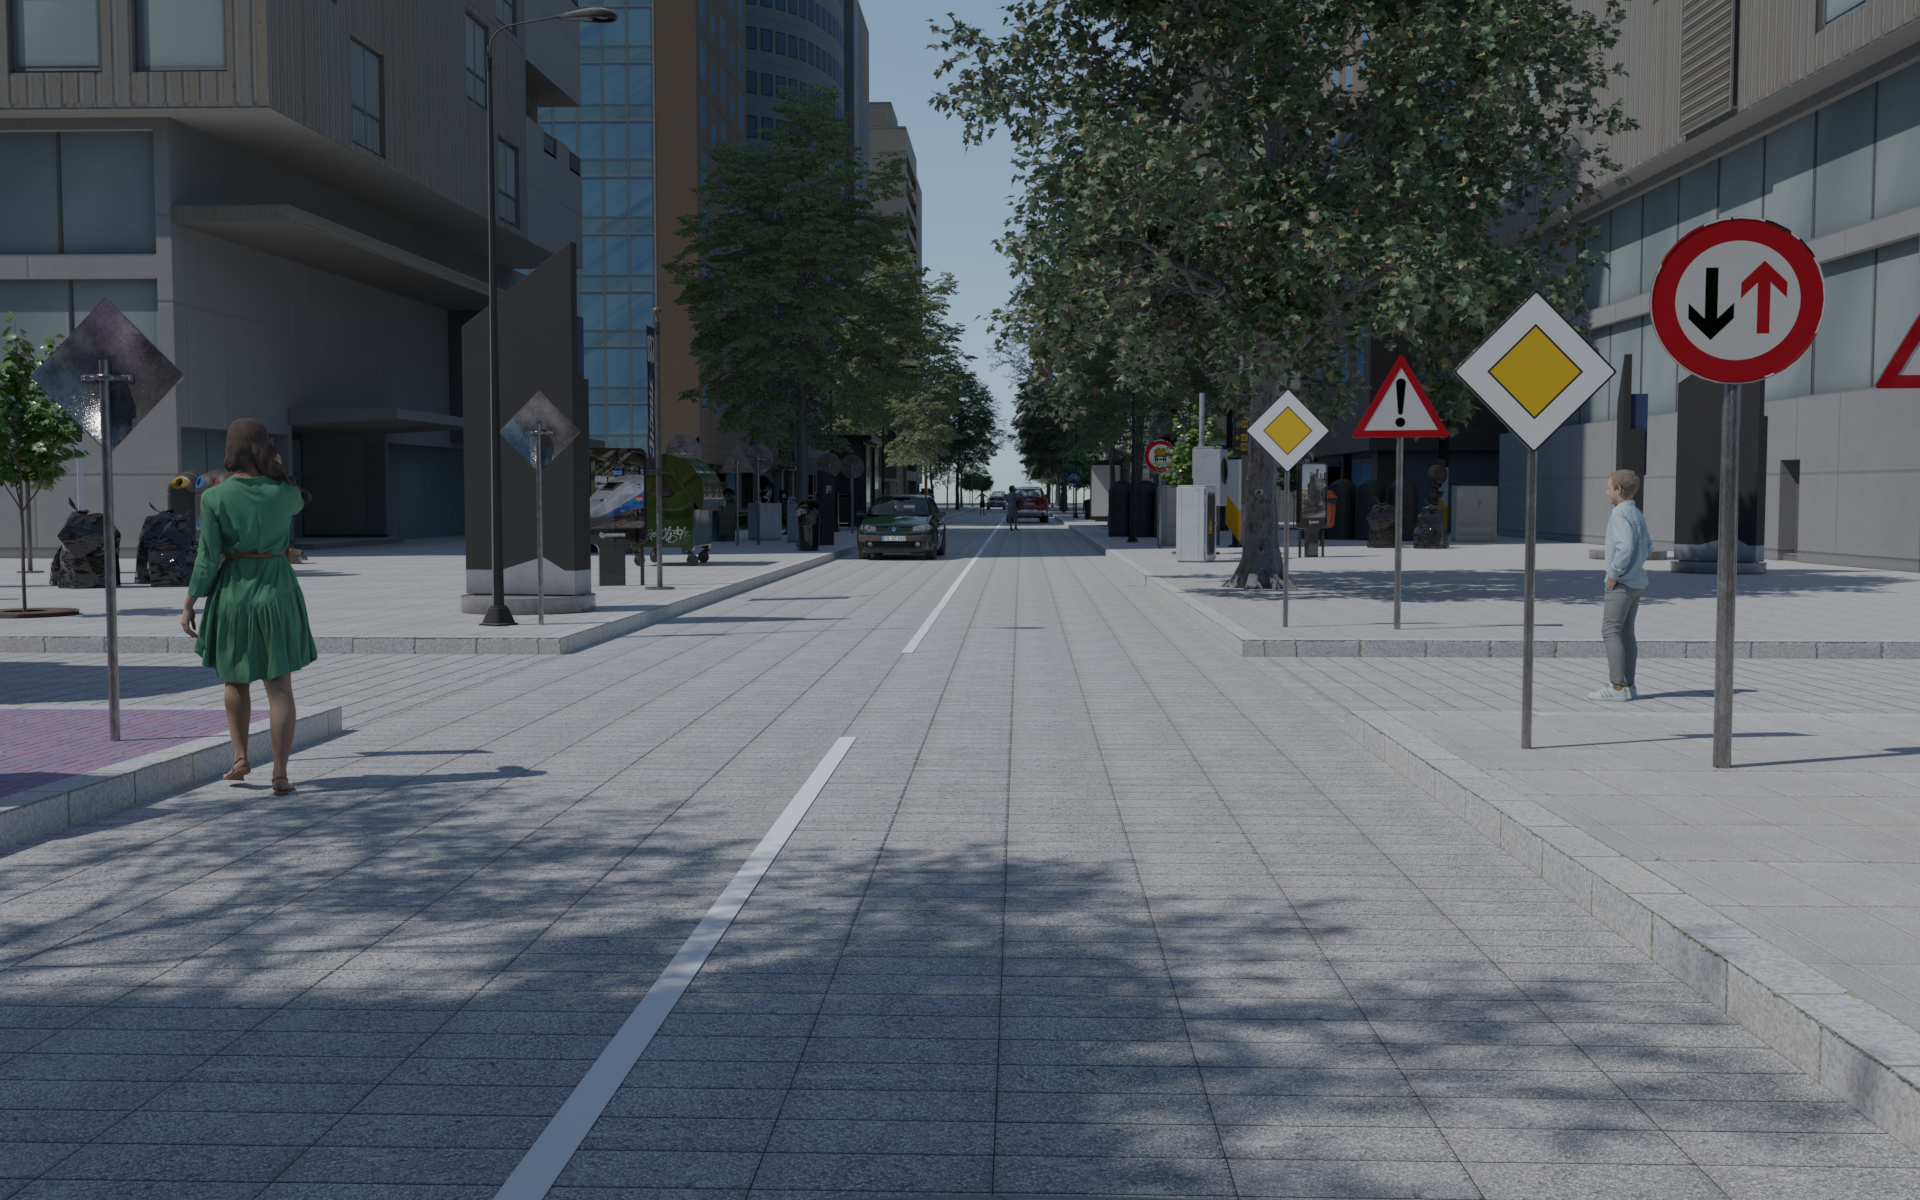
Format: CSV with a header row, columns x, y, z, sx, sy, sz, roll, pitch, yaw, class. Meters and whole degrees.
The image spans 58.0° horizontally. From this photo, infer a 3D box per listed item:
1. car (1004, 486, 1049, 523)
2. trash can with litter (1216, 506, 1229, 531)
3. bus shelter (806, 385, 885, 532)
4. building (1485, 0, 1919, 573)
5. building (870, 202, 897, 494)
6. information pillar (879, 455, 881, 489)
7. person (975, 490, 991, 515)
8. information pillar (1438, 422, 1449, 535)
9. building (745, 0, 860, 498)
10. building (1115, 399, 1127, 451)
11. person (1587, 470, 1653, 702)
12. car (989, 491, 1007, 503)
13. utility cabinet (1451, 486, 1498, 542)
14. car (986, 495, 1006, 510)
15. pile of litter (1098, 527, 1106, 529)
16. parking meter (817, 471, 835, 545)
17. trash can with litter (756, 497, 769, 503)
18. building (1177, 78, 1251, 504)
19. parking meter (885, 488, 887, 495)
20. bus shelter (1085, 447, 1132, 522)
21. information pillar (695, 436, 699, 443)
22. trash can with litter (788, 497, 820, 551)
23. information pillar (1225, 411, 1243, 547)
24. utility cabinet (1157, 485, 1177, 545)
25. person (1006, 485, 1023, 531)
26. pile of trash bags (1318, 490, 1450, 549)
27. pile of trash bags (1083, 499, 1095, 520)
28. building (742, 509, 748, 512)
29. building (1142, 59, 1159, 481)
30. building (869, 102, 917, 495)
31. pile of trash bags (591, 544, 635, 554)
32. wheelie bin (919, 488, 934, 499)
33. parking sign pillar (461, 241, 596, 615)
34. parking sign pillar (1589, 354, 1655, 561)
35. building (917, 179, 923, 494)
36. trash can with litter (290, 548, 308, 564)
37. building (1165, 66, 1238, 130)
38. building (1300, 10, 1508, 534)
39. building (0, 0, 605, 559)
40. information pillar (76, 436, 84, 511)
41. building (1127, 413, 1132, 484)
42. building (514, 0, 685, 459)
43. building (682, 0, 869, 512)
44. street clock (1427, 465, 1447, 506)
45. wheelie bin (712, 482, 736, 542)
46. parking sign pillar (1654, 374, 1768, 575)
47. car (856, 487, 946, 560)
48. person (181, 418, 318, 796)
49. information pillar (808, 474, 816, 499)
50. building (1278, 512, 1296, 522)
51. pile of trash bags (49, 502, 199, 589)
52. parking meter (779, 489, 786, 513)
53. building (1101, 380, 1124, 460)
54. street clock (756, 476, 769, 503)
x,y,z,sx,sy,sz,roll,pitch,yaw,class
3.375,-4.809,87.292,2.281,1.827,5.304,0,3,0,car
8.997,-2.996,60.367,1.055,1.170,0.624,-2,4,-26,trash can with litter
-4.133,-5.188,62.451,2.179,5.291,8.768,0,4,2,bus shelter
28.231,-27.397,37.185,27.495,52.752,28.713,0,4,2,building
-22.981,-30.827,195.895,32.217,40.220,23.993,0,4,2,building
-4.242,-5.862,87.198,0.504,3.616,0.183,1,4,16,information pillar
1.567,-6.736,119.418,1.217,1.735,0.721,1,4,22,person
15.061,-3.829,53.952,0.183,3.616,0.504,-1,4,-14,information pillar
-19.397,-35.992,130.466,21.231,58.520,28.212,0,4,2,building
30.699,-36.283,212.837,23.786,49.044,30.456,0,4,2,building
4.651,-0.113,12.158,0.589,1.601,0.330,-3,5,-44,person
4.661,-12.206,208.240,2.281,1.827,5.304,0,4,1,car
13.717,-2.294,46.180,1.173,1.500,0.318,-1,4,-11,utility cabinet
3.316,-8.890,157.939,1.945,1.354,3.894,0,4,3,car
5.961,-3.053,63.875,1.719,0.858,1.176,2,4,34,pile of litter
-3.355,-2.302,43.351,0.399,1.863,0.255,-3,5,-42,parking meter
-8.278,-3.680,71.553,0.624,1.170,1.055,-2,4,-28,trash can with litter
26.204,-48.526,106.065,22.319,86.520,31.000,0,4,2,building
-3.367,-4.123,75.824,0.372,1.533,0.369,0,3,0,parking meter
6.713,-5.128,77.762,2.014,3.302,5.546,0,4,2,bus shelter
-10.597,-4.760,69.174,0.183,3.616,0.504,3,5,43,information pillar
-3.530,-1.708,39.318,0.624,1.170,1.055,-1,4,-17,trash can with litter
6.609,-3.083,41.759,0.183,3.616,0.504,-2,4,-32,information pillar
5.382,-2.113,43.233,0.318,1.500,1.173,3,5,43,utility cabinet
2.175,-3.604,67.777,0.716,1.782,0.532,2,4,35,person
10.160,-1.962,41.839,3.447,1.369,1.912,2,4,31,pile of trash bags
7.945,-4.930,90.363,1.912,1.369,3.447,2,4,26,pile of trash bags
-26.111,-25.232,104.419,32.217,40.220,23.993,0,4,2,building
23.597,-28.626,151.629,14.154,41.232,14.086,0,4,2,building
-16.698,-36.363,218.240,21.300,48.544,21.600,0,4,2,building
-8.797,-1.678,37.184,3.447,1.369,1.912,-2,4,-28,pile of trash bags
-1.787,-5.096,91.222,0.980,1.594,0.693,3,4,37,wheelie bin
-4.735,-1.862,18.916,1.447,3.967,1.447,1,4,13,parking sign pillar
13.159,-2.785,34.010,1.447,3.967,1.447,1,4,16,parking sign pillar
-12.449,-35.838,236.066,14.600,45.320,14.200,0,4,2,building
-12.555,-1.252,31.851,1.055,1.170,0.624,0,4,-4,trash can with litter
26.749,-31.179,133.472,21.300,48.544,21.600,0,4,2,building
20.345,-25.160,61.479,14.600,45.320,14.200,0,4,2,building
-26.108,-27.899,45.384,28.713,52.752,27.495,0,4,2,building
-14.141,-2.230,27.822,0.183,3.616,0.504,-2,4,-28,information pillar
25.470,-31.035,191.018,14.154,41.232,14.086,0,4,2,building
-18.397,-26.553,84.253,14.600,45.320,14.200,0,4,2,building
-15.442,-30.717,152.332,14.600,45.320,14.200,0,4,2,building
11.876,-2.359,43.137,0.471,2.002,0.358,-2,4,-32,street clock
-6.432,-2.391,47.009,0.693,1.594,0.980,-2,4,-29,wheelie bin
12.385,-2.428,28.175,1.447,3.967,1.447,3,5,42,parking sign pillar
-1.287,-1.796,39.154,2.009,1.686,4.222,0,4,4,car
-3.407,0.025,8.346,0.600,1.795,0.529,-3,4,-38,person
-5.409,-3.570,62.857,0.304,2.012,0.304,0,4,7,information pillar
21.050,-24.471,83.694,14.154,41.232,14.086,0,4,2,building
-12.357,-0.882,24.169,3.447,1.369,1.912,-1,4,-17,pile of trash bags
-8.811,-4.756,86.169,0.372,1.533,0.369,0,3,0,parking meter
30.724,-37.644,239.177,21.300,48.544,21.600,0,4,2,building
-7.727,-3.864,67.747,0.471,2.002,0.358,-2,4,-25,street clock
